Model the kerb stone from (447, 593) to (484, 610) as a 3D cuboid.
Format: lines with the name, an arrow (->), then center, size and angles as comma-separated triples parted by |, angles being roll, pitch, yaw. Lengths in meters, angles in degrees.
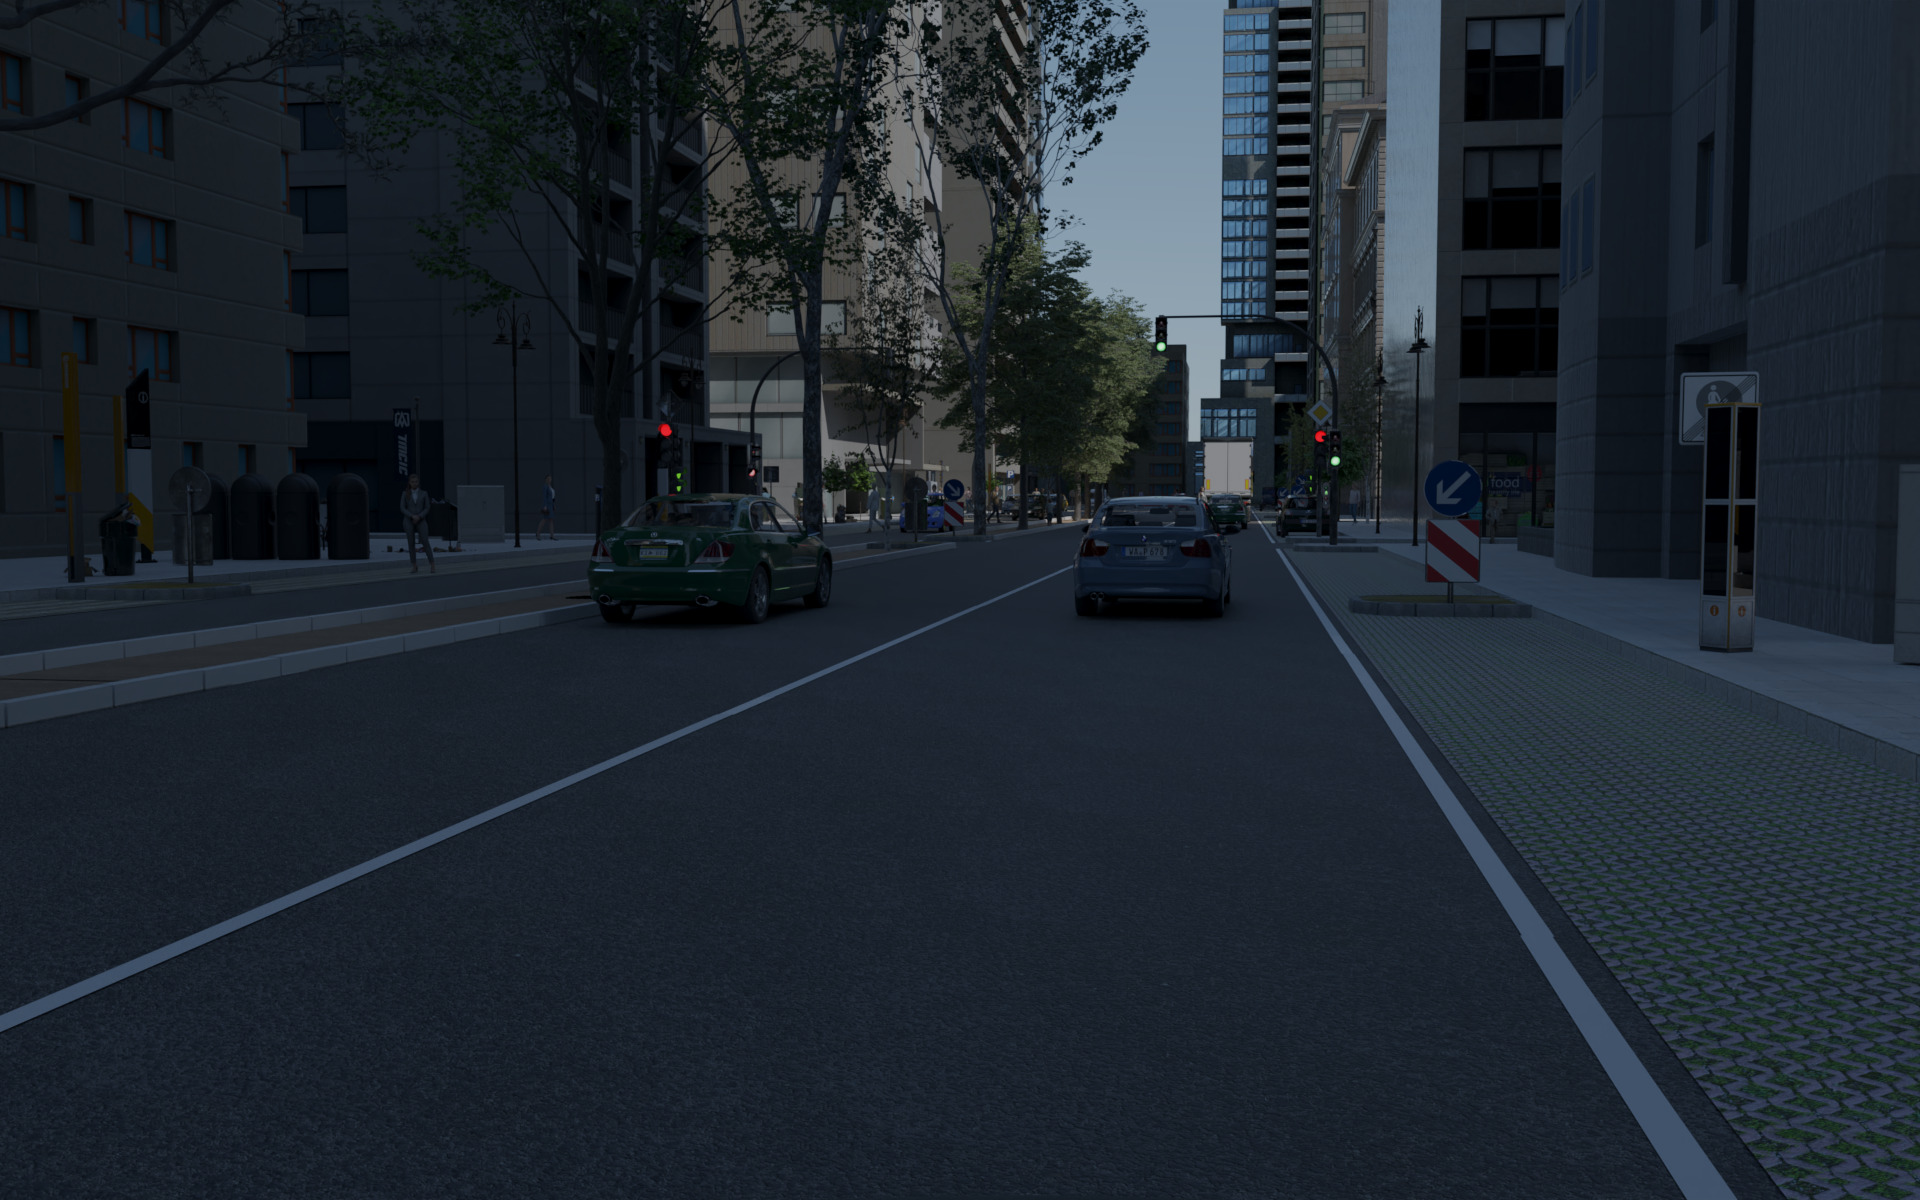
kerb stone -> -6.248, 0.035, 21.622 | 0.120, 0.150, 1.000 | 1, 4, 9

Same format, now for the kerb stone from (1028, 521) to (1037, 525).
kerb stone -> 3.349, -3.585, 80.822 | 0.120, 0.150, 1.000 | 1, 4, 9

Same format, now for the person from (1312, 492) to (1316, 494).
person -> 27.061, -7.715, 132.906 | 0.721, 1.735, 1.217 | -2, 4, -25

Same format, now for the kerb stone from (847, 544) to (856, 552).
kerb stone -> -2.803, -1.263, 42.866 | 0.120, 0.150, 1.000 | 1, 4, 9

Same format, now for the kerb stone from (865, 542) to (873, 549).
kerb stone -> -2.479, -1.385, 44.884 | 0.120, 0.150, 1.000 | 1, 4, 9

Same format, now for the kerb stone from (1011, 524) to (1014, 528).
kerb stone -> 2.033, -3.089, 72.703 | 0.120, 0.150, 1.000 | 1, 4, 9

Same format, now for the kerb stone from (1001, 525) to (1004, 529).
kerb stone -> 1.543, -2.901, 69.674 | 0.120, 0.150, 1.000 | 1, 4, 9

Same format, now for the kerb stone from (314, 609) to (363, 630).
kerb stone -> -6.739, 0.222, 18.591 | 0.120, 0.150, 1.000 | 1, 4, 9

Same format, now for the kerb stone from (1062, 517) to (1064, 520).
kerb stone -> 5.323, -4.325, 92.985 | 0.120, 0.150, 1.000 | 1, 4, 9

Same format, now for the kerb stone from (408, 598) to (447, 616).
kerb stone -> -6.414, 0.097, 20.613 | 0.120, 0.150, 1.000 | 1, 4, 9

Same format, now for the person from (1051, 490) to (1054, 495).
person -> 7.055, -7.634, 134.101 | 1.217, 1.735, 0.721 | 2, 4, 31

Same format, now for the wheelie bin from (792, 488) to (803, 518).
wheelie bin -> -7.877, -4.755, 85.653 | 0.980, 1.594, 0.693 | -2, 4, -30

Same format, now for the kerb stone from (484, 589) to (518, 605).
kerb stone -> -6.080, -0.025, 22.636 | 0.120, 0.150, 1.000 | 1, 4, 9

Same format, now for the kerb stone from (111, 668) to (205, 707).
kerb stone -> -5.662, 0.615, 12.147 | 0.120, 0.150, 1.000 | 1, 4, 9

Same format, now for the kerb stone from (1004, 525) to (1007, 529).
kerb stone -> 1.708, -2.960, 70.683 | 0.120, 0.150, 1.000 | 1, 4, 9

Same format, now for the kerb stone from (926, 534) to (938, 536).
kerb stone -> -0.921, -1.974, 54.500 | 0.120, 0.150, 1.000 | 1, 4, 9

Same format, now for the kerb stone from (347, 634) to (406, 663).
kerb stone -> -5.173, 0.432, 15.180 | 0.120, 0.150, 1.000 | 1, 4, 9

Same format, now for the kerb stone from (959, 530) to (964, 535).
kerb stone -> -0.100, -2.285, 59.552 | 0.120, 0.150, 1.000 | 1, 4, 9

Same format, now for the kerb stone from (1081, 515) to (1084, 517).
kerb stone -> 7.788, -5.258, 108.163 | 0.120, 0.150, 1.000 | 1, 4, 9

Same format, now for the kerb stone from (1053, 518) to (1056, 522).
kerb stone -> 4.665, -4.081, 88.917 | 0.120, 0.150, 1.000 | 1, 4, 9

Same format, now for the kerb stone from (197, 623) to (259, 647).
kerb stone -> -7.071, 0.348, 16.570 | 0.120, 0.150, 1.000 | 1, 4, 9

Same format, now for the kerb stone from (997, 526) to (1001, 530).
kerb stone -> 1.379, -2.842, 68.664 | 0.120, 0.150, 1.000 | 1, 4, 9

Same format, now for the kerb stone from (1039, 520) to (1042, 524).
kerb stone -> 3.673, -3.709, 82.847 | 0.120, 0.150, 1.000 | 1, 4, 9

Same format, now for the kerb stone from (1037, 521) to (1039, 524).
kerb stone -> 3.519, -3.648, 81.834 | 0.120, 0.150, 1.000 | 1, 4, 9

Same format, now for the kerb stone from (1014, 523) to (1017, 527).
kerb stone -> 2.192, -3.151, 73.722 | 0.120, 0.150, 1.000 | 1, 4, 9

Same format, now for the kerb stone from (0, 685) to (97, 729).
kerb stone -> -5.825, 0.677, 11.135 | 0.120, 0.150, 1.000 | 1, 4, 9

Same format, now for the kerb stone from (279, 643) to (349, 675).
kerb stone -> -5.333, 0.491, 14.170 | 0.120, 0.150, 1.000 | 1, 4, 9

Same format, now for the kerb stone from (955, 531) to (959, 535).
kerb stone -> -0.266, -2.223, 58.536 | 0.120, 0.150, 1.000 | 1, 4, 9

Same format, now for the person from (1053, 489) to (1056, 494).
person -> 8.974, -9.722, 165.512 | 1.217, 1.766, 0.721 | 1, 4, 21

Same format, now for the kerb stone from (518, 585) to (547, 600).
kerb stone -> -5.930, -0.087, 23.647 | 0.120, 0.150, 1.000 | 1, 4, 9

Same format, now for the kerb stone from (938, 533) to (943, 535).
kerb stone -> -0.757, -2.034, 55.509 | 0.120, 0.150, 1.000 | 1, 4, 9

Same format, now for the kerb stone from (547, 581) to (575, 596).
kerb stone -> -5.762, -0.151, 24.659 | 0.120, 0.150, 1.000 | 1, 4, 9

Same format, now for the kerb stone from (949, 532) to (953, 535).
kerb stone -> -0.424, -2.158, 57.526 | 0.120, 0.150, 1.000 | 1, 4, 9

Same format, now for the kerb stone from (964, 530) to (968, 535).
kerb stone -> 0.064, -2.342, 60.562 | 0.120, 0.150, 1.000 | 1, 4, 9

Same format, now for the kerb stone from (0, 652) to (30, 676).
kerb stone -> -7.562, 0.530, 13.531 | 0.120, 0.150, 1.000 | 1, 4, 9

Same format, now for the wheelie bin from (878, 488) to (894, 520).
wheelie bin -> -3.816, -4.827, 86.836 | 0.980, 1.594, 0.693 | -1, 4, -21

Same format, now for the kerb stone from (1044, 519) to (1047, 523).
kerb stone -> 4.012, -3.830, 84.872 | 0.120, 0.150, 1.000 | 1, 4, 9

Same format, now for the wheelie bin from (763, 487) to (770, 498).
wheelie bin -> -9.153, -4.388, 79.648 | 0.980, 1.594, 0.693 | 1, 4, 21

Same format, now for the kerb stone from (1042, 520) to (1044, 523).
kerb stone -> 3.840, -3.769, 83.864 | 0.120, 0.150, 1.000 | 1, 4, 9

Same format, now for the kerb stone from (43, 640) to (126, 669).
kerb stone -> -7.399, 0.468, 14.548 | 0.120, 0.150, 1.000 | 1, 4, 9

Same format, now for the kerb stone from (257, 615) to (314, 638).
kerb stone -> -6.910, 0.282, 17.583 | 0.120, 0.150, 1.000 | 1, 4, 9

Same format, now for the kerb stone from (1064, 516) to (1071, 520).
kerb stone -> 5.984, -4.577, 97.027 | 0.120, 0.150, 1.000 | 1, 4, 9

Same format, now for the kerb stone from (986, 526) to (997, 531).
kerb stone -> 1.220, -2.780, 67.654 | 0.120, 0.150, 1.000 | 1, 4, 9

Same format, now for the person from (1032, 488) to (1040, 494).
person -> 6.466, -8.611, 146.829 | 1.348, 1.824, 0.705 | 0, 4, -2

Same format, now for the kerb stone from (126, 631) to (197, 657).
kerb stone -> -7.237, 0.408, 15.561 | 0.120, 0.150, 1.000 | 1, 4, 9

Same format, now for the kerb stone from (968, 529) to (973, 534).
kerb stone -> 0.231, -2.409, 61.585 | 0.120, 0.150, 1.000 | 1, 4, 9

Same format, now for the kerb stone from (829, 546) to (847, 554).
kerb stone -> -2.973, -1.203, 41.858 | 0.120, 0.150, 1.000 | 1, 4, 9

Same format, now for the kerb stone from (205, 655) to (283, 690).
kerb stone -> -5.493, 0.558, 13.161 | 0.120, 0.150, 1.000 | 1, 4, 9

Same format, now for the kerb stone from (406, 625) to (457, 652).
kerb stone -> -5.007, 0.371, 16.188 | 0.120, 0.150, 1.000 | 1, 4, 9

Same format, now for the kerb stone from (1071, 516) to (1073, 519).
kerb stone -> 6.148, -4.639, 98.041 | 0.120, 0.150, 1.000 | 1, 4, 9

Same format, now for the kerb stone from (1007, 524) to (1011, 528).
kerb stone -> 1.869, -3.027, 71.694 | 0.120, 0.150, 1.000 | 1, 4, 9

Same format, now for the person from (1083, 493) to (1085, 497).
person -> 14.696, -11.849, 203.013 | 0.697, 1.427, 0.421 | -1, 4, -17

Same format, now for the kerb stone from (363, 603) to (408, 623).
kerb stone -> -6.572, 0.159, 19.604 | 0.120, 0.150, 1.000 | 1, 4, 9

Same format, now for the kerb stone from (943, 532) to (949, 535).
kerb stone -> -0.586, -2.099, 56.517 | 0.120, 0.150, 1.000 | 1, 4, 9

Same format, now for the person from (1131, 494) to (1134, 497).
person -> 17.979, -10.222, 178.857 | 0.697, 1.427, 0.421 | -2, 4, -32

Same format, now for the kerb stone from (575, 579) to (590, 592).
kerb stone -> -5.598, -0.212, 25.669 | 0.120, 0.150, 1.000 | 1, 4, 9

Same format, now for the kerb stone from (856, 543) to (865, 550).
kerb stone -> -2.640, -1.326, 43.874 | 0.120, 0.150, 1.000 | 1, 4, 9
